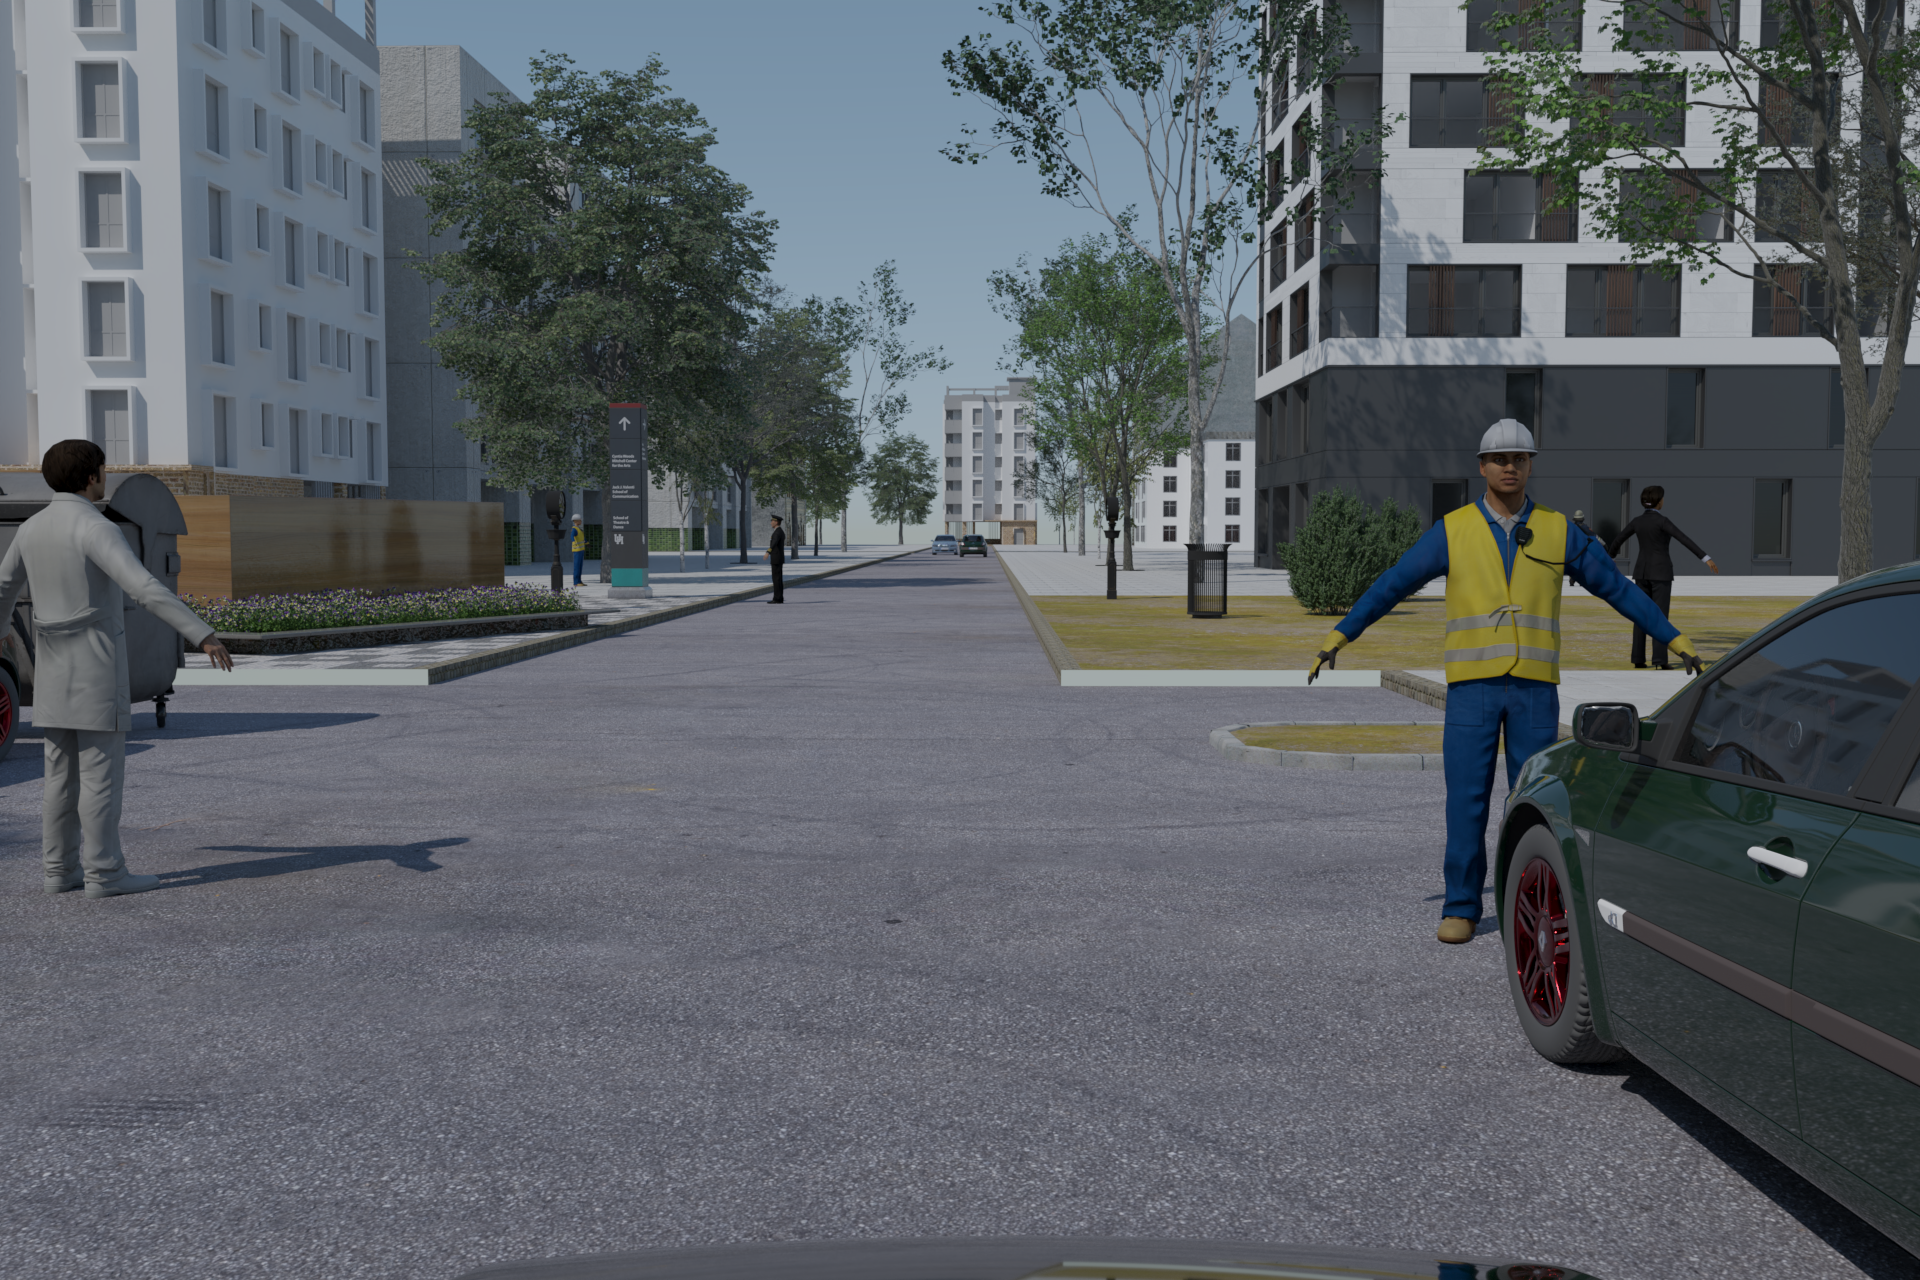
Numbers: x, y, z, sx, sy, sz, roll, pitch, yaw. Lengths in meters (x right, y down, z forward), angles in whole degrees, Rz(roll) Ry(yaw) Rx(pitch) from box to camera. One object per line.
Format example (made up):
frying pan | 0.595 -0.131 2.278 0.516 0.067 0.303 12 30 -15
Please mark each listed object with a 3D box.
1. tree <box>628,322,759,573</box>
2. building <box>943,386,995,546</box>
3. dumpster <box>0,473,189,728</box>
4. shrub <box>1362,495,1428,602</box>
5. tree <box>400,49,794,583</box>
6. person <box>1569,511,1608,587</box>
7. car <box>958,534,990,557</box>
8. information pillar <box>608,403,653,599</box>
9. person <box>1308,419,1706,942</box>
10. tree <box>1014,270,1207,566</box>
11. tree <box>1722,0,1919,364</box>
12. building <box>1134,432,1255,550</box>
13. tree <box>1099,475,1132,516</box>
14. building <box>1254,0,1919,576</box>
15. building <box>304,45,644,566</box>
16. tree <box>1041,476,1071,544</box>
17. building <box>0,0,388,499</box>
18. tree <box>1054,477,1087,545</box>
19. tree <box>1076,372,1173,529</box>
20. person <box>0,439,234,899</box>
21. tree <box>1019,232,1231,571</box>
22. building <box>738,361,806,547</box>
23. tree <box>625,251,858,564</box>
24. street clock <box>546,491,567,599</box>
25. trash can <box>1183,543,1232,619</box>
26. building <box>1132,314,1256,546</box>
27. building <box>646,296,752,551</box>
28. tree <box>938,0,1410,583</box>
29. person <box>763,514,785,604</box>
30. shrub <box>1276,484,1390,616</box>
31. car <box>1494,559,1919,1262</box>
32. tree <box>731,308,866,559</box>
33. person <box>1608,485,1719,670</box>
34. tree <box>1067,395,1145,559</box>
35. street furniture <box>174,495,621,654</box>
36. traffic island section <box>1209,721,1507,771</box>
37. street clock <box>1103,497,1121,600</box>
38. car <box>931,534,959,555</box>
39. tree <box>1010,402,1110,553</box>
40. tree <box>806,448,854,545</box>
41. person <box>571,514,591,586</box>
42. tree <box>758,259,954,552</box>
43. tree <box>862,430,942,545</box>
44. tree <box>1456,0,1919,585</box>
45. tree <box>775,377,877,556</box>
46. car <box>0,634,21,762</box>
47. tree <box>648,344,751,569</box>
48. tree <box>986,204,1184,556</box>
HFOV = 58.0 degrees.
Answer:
tree | -9.418 -6.553 57.500 4.360 8.622 3.978 0 3 0
building | -1.799 -21.663 213.073 11.380 20.090 16.016 0 4 2
dumpster | -6.621 -0.249 12.279 1.865 1.857 1.264 0 4 1
shrub | 8.236 -1.749 33.013 1.690 2.028 1.600 0 3 0
tree | -9.201 -8.454 44.884 9.857 13.997 8.962 0 3 0
person | 15.128 -2.237 42.359 1.354 1.856 0.705 2 4 35
car | 0.845 -6.001 107.903 2.009 1.686 4.222 0 4 1
information pillar | -6.605 -2.766 34.595 0.750 3.857 0.750 0 4 1
person | 1.912 0.143 6.096 1.349 1.833 0.705 1 4 11
tree | 5.960 -8.758 68.956 9.928 11.665 9.643 0 3 0
tree | 17.812 -7.250 28.912 12.009 13.543 11.850 0 3 0
building | 21.266 -13.073 155.895 9.099 9.664 28.070 0 4 1
tree | 20.230 -16.750 208.274 7.601 10.594 8.767 0 4 6
building | 25.299 -13.722 68.325 27.936 21.610 32.646 0 4 1
building | -26.003 -12.998 78.979 16.747 18.905 31.486 0 4 2
tree | 12.014 -16.061 212.957 4.737 8.622 4.395 0 3 0
building | -25.064 -11.664 47.134 16.016 20.090 11.380 0 4 0
tree | 13.493 -15.767 208.149 4.737 8.622 4.395 0 3 0
tree | 7.040 -7.755 77.165 4.737 8.622 4.395 0 3 0
person | -3.482 0.105 6.921 1.347 1.806 0.705 2 4 24
tree | 5.738 -8.219 60.141 9.928 11.665 9.643 0 3 0
building | -26.777 -21.656 185.011 19.493 23.208 18.063 0 4 1
tree | -9.430 -10.049 74.669 12.009 13.543 11.850 0 3 0
street clock | -6.767 -1.498 29.060 0.358 2.002 0.471 0 4 1
trash can | 3.768 -0.901 26.378 0.748 1.137 0.748 0 3 0
building | 28.179 -21.484 182.193 19.493 23.208 18.063 0 4 1
building | -28.216 -17.037 145.005 16.747 18.905 31.486 0 4 2
tree | 5.009 -11.502 43.942 12.611 20.169 13.585 0 3 0
person | -3.788 -1.666 35.627 0.705 1.837 1.347 0 4 6
shrub | 5.907 -1.428 27.395 1.661 2.075 1.752 0 3 0
car | 2.428 0.385 3.497 2.009 1.686 4.222 0 4 0
tree | -8.826 -10.378 87.809 7.486 12.596 7.792 0 3 0
person | 6.623 -0.594 16.439 0.721 1.740 1.216 -2 4 -31
tree | 7.372 -8.471 88.869 4.737 8.622 4.395 0 3 0
street furniture | -9.160 -0.883 21.285 11.010 1.723 9.812 1 4 22
traffic island section | 2.697 0.696 11.485 1.991 0.108 1.994 0 4 1
street clock | 2.981 -1.797 33.957 0.358 2.002 0.471 0 4 -1
car | -1.008 -6.558 119.219 2.014 1.417 4.499 0 4 1
tree | 6.892 -11.258 118.488 7.601 10.594 8.767 0 4 -8
tree | -16.582 -17.917 211.063 7.486 12.596 7.792 0 3 0
person | -9.299 -2.206 42.531 0.721 1.772 1.216 0 4 5
tree | -7.224 -16.133 119.667 12.611 20.169 13.585 0 3 0
tree | -7.100 -18.607 210.877 9.857 13.997 8.962 0 3 0
tree | 8.383 -5.501 15.694 9.928 11.665 9.643 0 3 0
tree | -8.185 -10.234 101.744 7.601 10.594 8.767 -3 4 -36
car | -6.832 0.029 9.306 2.009 1.686 4.222 0 4 1
tree | -9.147 -6.948 63.956 4.360 8.622 3.978 0 3 0
tree | 7.582 -14.970 100.655 12.611 20.169 13.585 0 3 0
